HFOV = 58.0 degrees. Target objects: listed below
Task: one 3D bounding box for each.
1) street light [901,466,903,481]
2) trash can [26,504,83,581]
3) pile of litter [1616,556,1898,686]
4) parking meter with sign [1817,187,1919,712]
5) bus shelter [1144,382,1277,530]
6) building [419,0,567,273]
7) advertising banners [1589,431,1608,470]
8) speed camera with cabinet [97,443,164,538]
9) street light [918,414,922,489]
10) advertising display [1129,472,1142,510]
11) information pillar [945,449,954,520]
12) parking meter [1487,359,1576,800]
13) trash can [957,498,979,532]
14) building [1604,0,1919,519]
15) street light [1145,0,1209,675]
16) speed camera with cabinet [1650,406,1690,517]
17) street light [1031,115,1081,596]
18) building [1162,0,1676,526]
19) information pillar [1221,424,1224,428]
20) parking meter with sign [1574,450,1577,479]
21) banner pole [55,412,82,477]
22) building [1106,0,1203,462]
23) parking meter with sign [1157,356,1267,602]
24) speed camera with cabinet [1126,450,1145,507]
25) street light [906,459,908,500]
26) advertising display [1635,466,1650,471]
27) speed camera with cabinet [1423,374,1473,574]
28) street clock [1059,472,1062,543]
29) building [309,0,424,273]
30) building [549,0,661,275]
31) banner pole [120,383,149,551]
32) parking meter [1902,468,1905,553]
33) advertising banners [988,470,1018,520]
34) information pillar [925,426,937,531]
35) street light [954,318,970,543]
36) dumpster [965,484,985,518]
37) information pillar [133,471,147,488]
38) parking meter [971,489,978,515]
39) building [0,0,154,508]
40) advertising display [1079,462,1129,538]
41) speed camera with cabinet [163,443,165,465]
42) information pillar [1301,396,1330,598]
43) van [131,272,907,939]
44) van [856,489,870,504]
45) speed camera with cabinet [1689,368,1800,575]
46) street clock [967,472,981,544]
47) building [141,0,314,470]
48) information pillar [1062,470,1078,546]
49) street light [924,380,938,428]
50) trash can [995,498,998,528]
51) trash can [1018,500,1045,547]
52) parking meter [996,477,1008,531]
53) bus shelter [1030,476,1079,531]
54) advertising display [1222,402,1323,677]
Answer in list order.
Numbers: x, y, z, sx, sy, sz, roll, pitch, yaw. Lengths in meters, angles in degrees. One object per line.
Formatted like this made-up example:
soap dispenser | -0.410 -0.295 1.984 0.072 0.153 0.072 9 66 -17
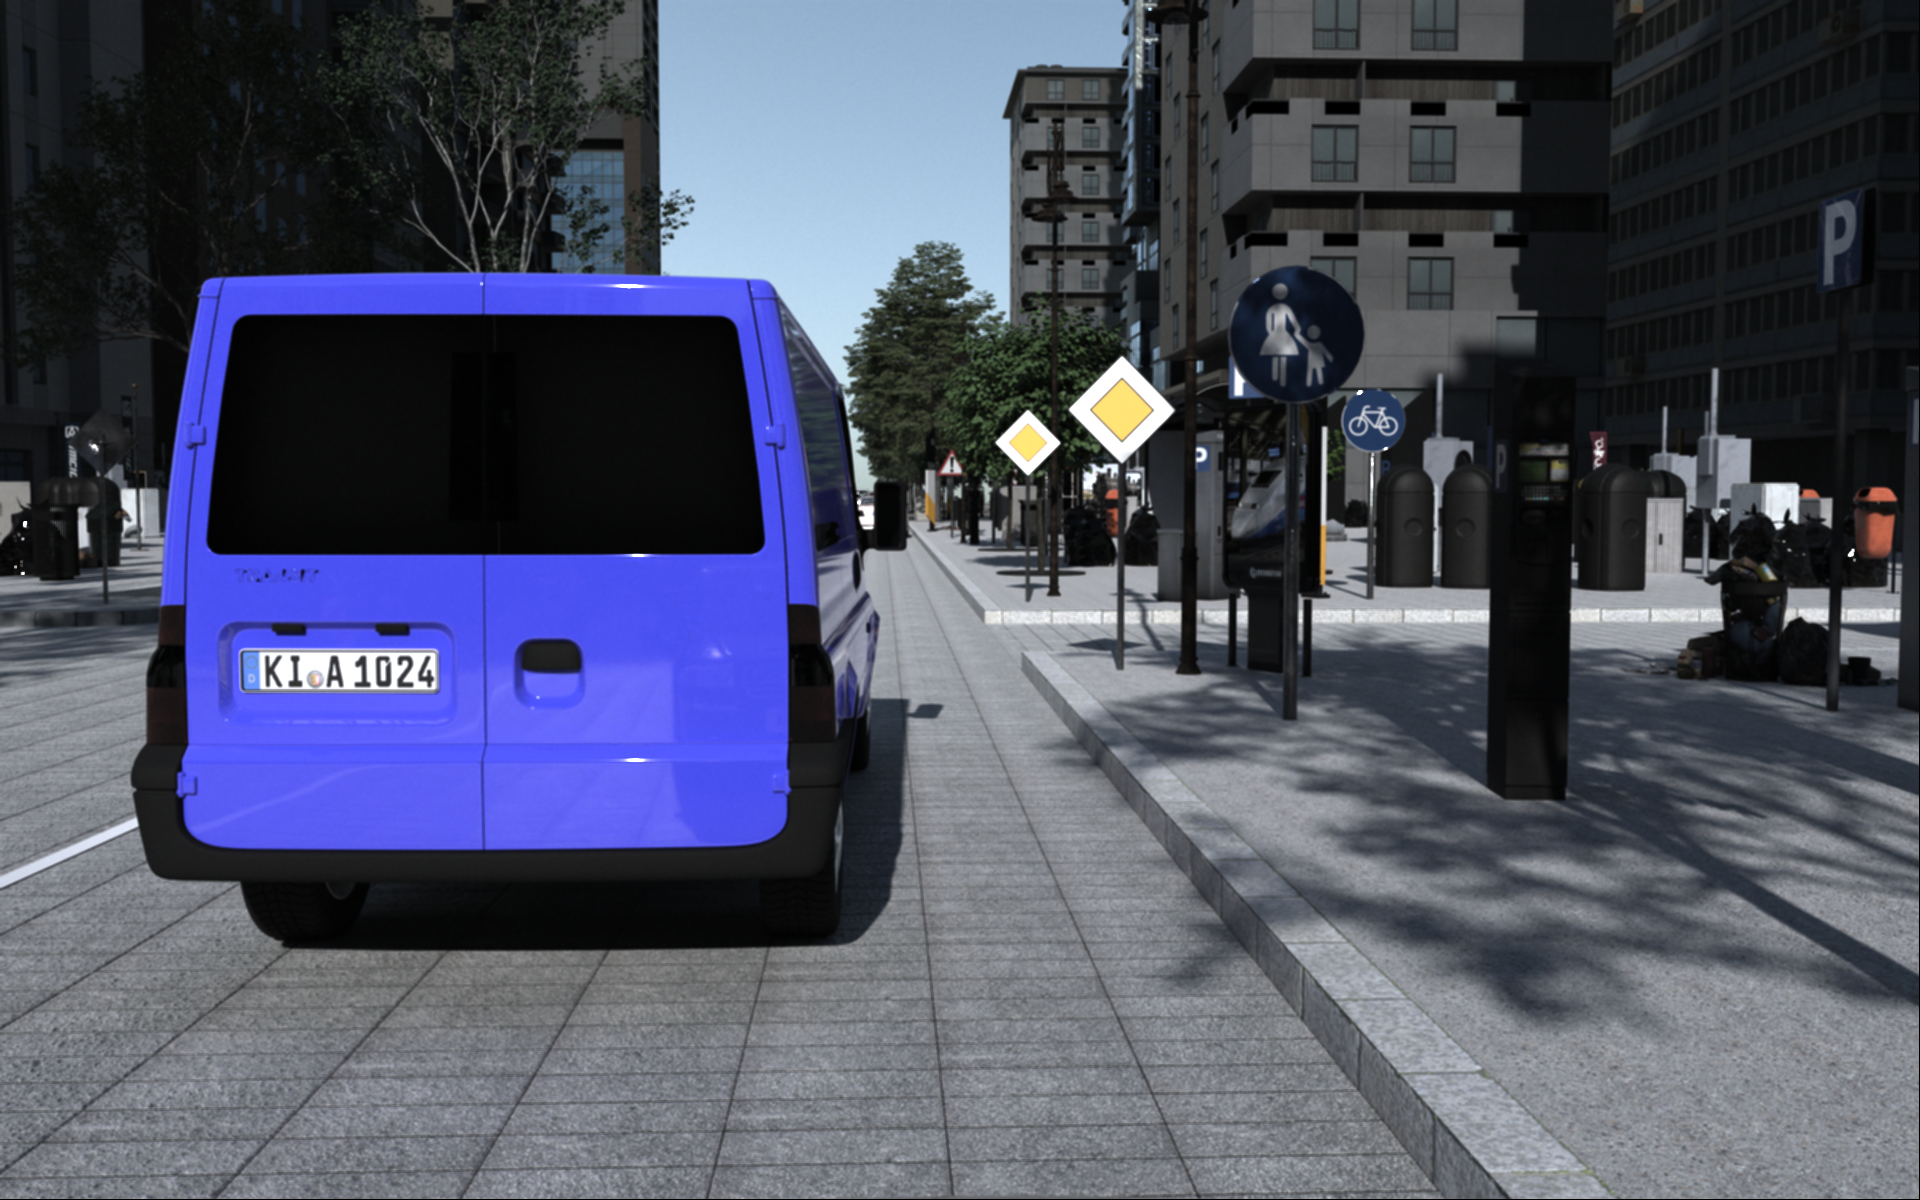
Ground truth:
street light | -5.679 -12.148 171.412 0.468 5.910 1.993 0 4 -3
trash can | -13.422 -0.860 25.714 0.748 1.137 0.748 0 3 0
pile of litter | 5.584 0.111 12.150 1.176 0.858 1.719 -3 4 -37
parking meter with sign | 5.988 -0.848 10.130 1.738 3.016 0.543 0 4 2
bus shelter | 4.793 -2.455 34.059 2.014 3.302 5.546 0 4 -3
building | -42.345 -29.175 131.631 22.147 44.769 28.867 0 4 -3
advertising banners | 18.408 -3.166 47.948 2.074 3.025 0.090 0 4 -2
speed camera with cabinet | -24.599 -3.478 51.193 2.038 3.252 0.660 2 4 27
street light | -2.085 -7.429 94.250 0.468 5.910 1.993 0 4 -3
advertising display | 4.723 -2.717 49.631 0.974 1.923 0.123 0 4 8
information pillar | -0.495 -5.767 85.646 0.183 3.616 0.504 -3 4 -39
parking meter | 2.418 -0.100 7.346 0.255 1.863 0.399 0 4 3
trash can | 0.264 -2.899 59.051 0.748 1.137 0.748 0 3 0
building | 34.659 -21.933 50.488 23.993 40.220 32.217 0 4 -3
street light | 1.633 -2.410 12.199 0.468 5.910 1.993 0 4 -3
speed camera with cabinet | 16.345 -2.708 38.613 0.660 3.252 2.038 -1 4 -22
street light | 1.184 -2.989 21.665 0.468 5.910 1.993 0 4 -3
building | 24.982 -30.158 82.325 28.713 52.752 27.495 0 4 -3
information pillar | 7.509 -3.494 48.488 0.183 3.616 0.504 -3 4 -36
parking meter with sign | 23.276 -4.389 68.025 1.738 3.016 0.543 1 4 17
banner pole | -27.247 -3.845 52.888 0.863 3.779 0.401 -1 4 -17
building | 21.706 -50.702 141.642 22.319 86.520 31.000 0 4 -3
parking meter with sign | 3.072 -1.521 21.137 0.543 3.016 1.738 3 5 41
speed camera with cabinet | 6.066 -4.227 63.452 0.660 3.252 2.038 2 4 28
street light | -3.346 -9.122 121.940 0.468 5.910 1.993 0 4 -3
advertising display | 16.106 -2.166 40.628 0.974 1.923 0.123 -3 5 -41
speed camera with cabinet | 7.518 -2.055 27.932 2.038 3.252 0.660 -3 5 -44
street clock | 2.742 -2.475 45.044 0.471 2.002 0.358 0 4 8
building | -46.595 -25.277 105.168 32.217 40.220 23.993 0 4 -3
building | -45.775 -47.491 214.725 20.563 71.187 20.611 0 4 -3
banner pole | -18.626 -2.994 38.962 0.401 3.779 0.863 0 4 1
parking meter | 18.310 -1.681 33.201 0.399 1.863 0.255 2 4 32
advertising banners | 2.190 -5.500 86.106 0.090 3.025 2.074 -3 5 -45
information pillar | -1.007 -4.159 59.362 0.183 3.616 0.504 2 4 33
street light | 0.086 -4.462 45.747 0.468 5.910 1.993 0 4 -3
dumpster | 0.746 -5.479 95.348 1.264 1.857 1.865 0 4 -3
information pillar | -26.631 -3.167 56.275 0.304 2.012 0.304 3 5 41
parking meter | 0.789 -5.148 92.585 0.372 1.533 0.369 0 3 0
building | -38.203 -30.755 44.851 21.231 58.520 28.212 0 4 -3
advertising display | 2.826 -1.782 34.342 0.974 1.923 0.123 -1 4 -20
speed camera with cabinet | -31.453 -4.471 67.433 2.038 3.252 0.660 3 5 45
information pillar | 4.369 -1.840 21.436 0.183 3.616 0.504 -2 4 -27
van | -1.354 -0.175 7.245 2.240 2.365 5.245 0 4 -1
van | -8.174 -8.359 143.683 2.013 2.044 4.112 0 4 -2
speed camera with cabinet | 12.102 -1.976 26.640 0.660 3.252 2.038 0 4 -5
street clock | 0.372 -2.429 44.285 0.358 2.002 0.471 1 4 21
building | -37.308 -25.955 74.477 14.600 45.320 14.200 0 4 -3
information pillar | 2.712 -2.343 42.800 0.304 2.012 0.304 2 4 27
street light | -1.120 -5.956 70.162 0.468 5.910 1.993 0 4 -3
trash can | 1.580 -3.347 66.385 0.748 1.137 0.748 0 3 0
trash can | 1.777 -1.859 42.045 0.748 1.137 0.748 0 3 0
parking meter | 1.478 -3.364 60.714 0.399 1.863 0.255 0 4 4
bus shelter | 3.322 -4.961 58.745 2.179 5.291 8.768 0 4 -2
advertising display | 2.238 -0.446 12.499 0.123 1.923 0.974 -2 4 -29
